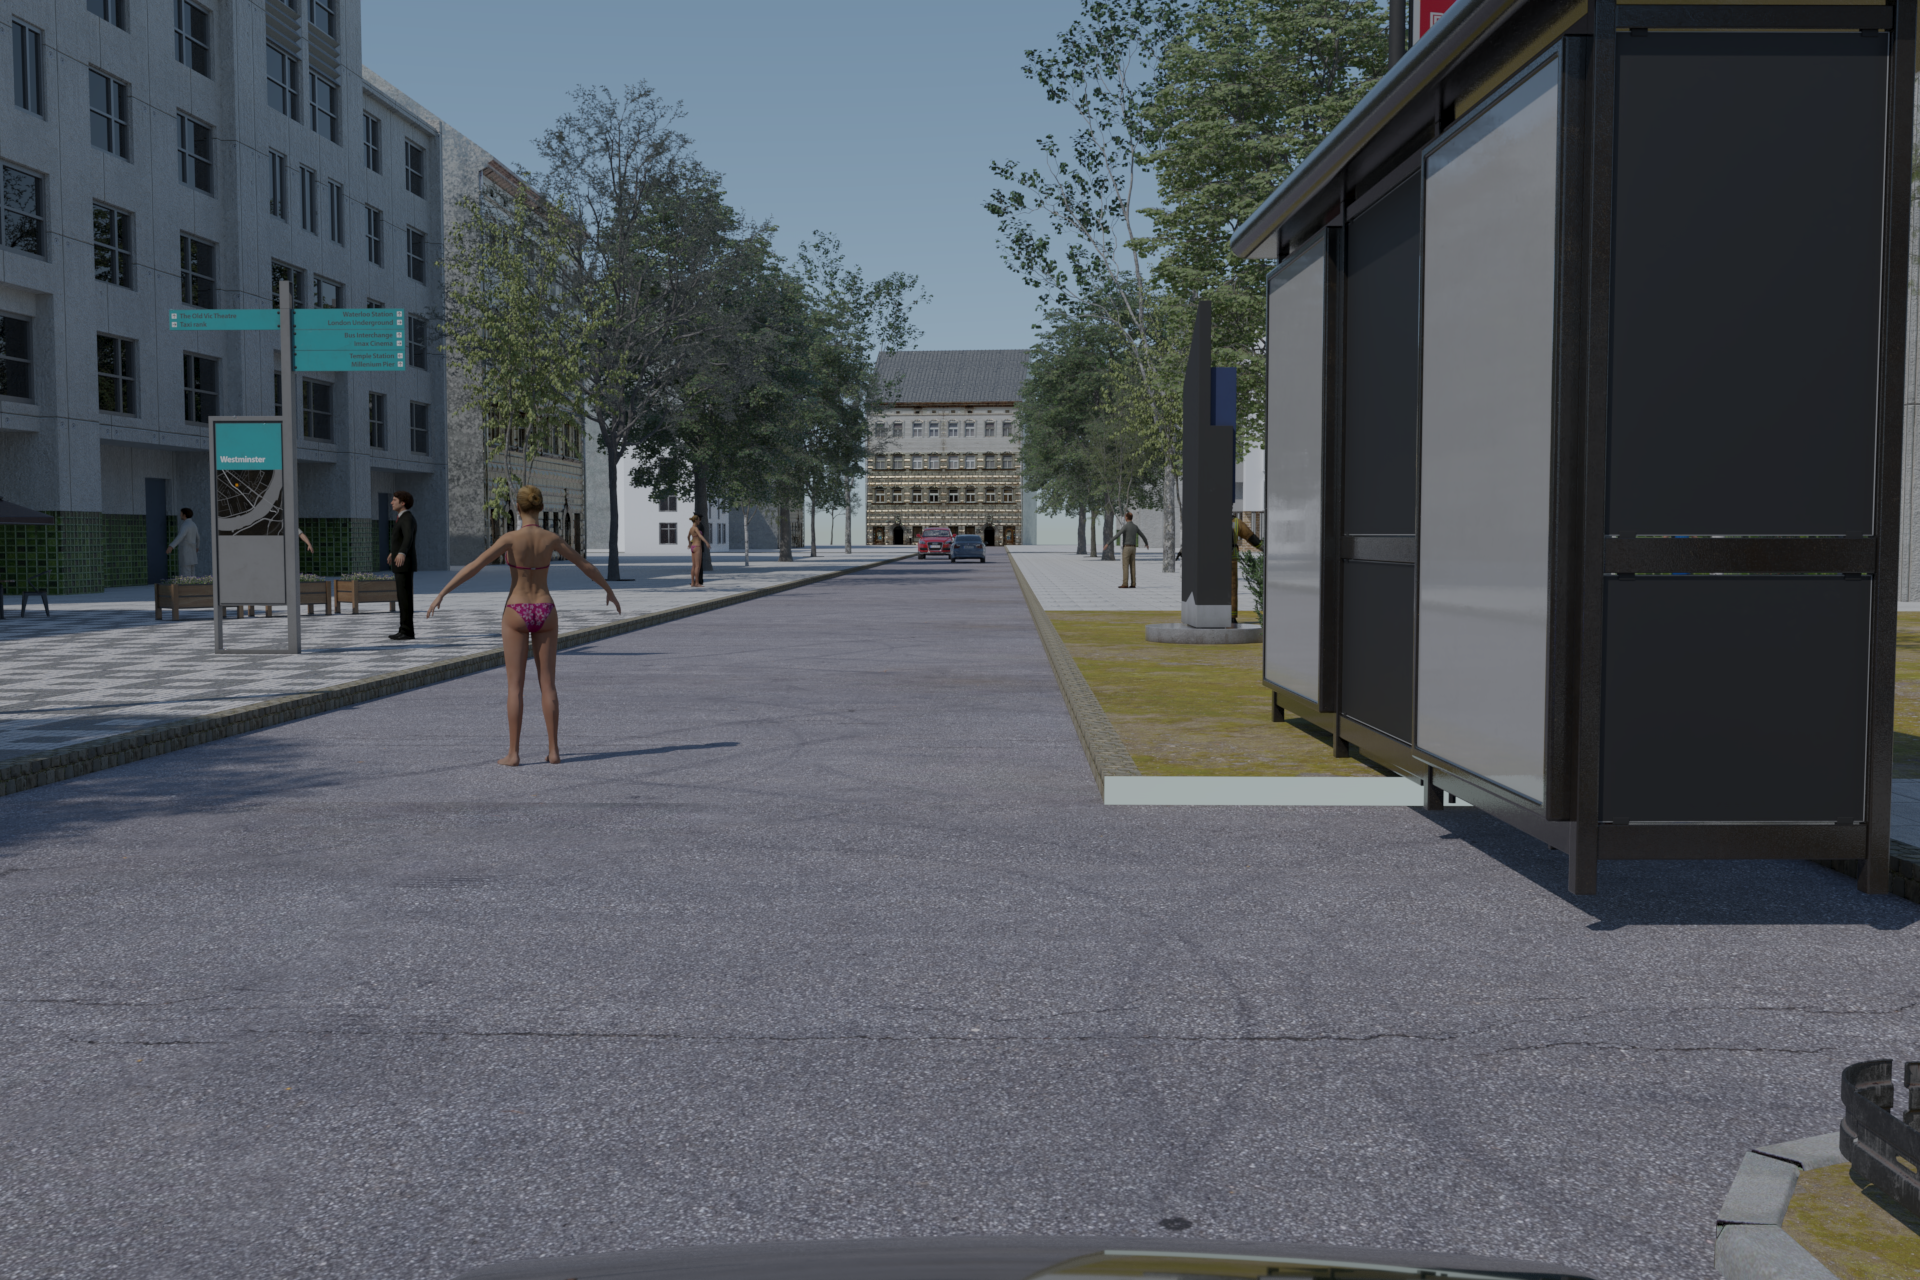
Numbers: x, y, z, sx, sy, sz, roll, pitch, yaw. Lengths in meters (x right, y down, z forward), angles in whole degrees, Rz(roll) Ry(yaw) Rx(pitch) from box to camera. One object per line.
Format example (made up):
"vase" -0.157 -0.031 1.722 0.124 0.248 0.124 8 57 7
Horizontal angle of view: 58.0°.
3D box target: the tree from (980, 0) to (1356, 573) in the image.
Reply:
"tree" 6.656 -12.388 58.440 12.611 20.169 13.585 0 3 0

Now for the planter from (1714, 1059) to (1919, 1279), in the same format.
"planter" 2.459 1.111 2.971 1.991 0.319 1.994 0 4 1

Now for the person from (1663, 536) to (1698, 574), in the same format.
"person" 15.937 -1.965 38.258 1.347 1.817 0.704 -1 4 -22

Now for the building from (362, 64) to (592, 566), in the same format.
"building" -28.359 -15.148 78.606 19.493 23.208 18.063 0 4 0

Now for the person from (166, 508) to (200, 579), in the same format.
"person" -15.443 -1.735 34.562 0.705 1.806 1.347 0 4 -1

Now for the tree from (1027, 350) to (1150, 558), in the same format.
"tree" 7.449 -10.357 95.099 9.928 11.665 9.643 0 3 0

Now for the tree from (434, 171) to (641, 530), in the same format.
"tree" -9.086 -5.254 36.258 4.737 8.622 4.395 0 3 0

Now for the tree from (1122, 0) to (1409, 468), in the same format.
"tree" 6.460 -6.939 31.578 7.486 12.596 7.792 0 3 0

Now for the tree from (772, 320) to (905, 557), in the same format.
"tree" -8.229 -11.380 96.430 12.009 13.543 11.850 0 3 0

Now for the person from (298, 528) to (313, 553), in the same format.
"person" -13.609 -1.774 34.856 1.347 1.847 0.705 1 4 8

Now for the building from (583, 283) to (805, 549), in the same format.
"building" -24.296 -19.817 154.940 19.493 23.208 18.063 0 4 2

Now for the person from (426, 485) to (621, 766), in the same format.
"person" -2.700 -0.095 10.817 1.217 1.733 0.721 -2 4 -28

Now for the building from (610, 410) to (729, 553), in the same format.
"building" -21.995 -11.590 131.649 9.099 9.664 28.070 0 4 1

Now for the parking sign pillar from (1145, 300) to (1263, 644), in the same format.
"parking sign pillar" 2.952 -1.972 20.713 1.447 3.967 1.447 0 4 -1

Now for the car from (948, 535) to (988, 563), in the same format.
"car" 0.403 -4.611 87.396 2.014 1.417 4.499 0 3 0

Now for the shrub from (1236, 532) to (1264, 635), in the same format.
"shrub" 3.552 -0.756 16.787 1.690 2.028 1.600 0 3 0

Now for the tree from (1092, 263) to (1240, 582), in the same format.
"tree" 5.861 -5.874 46.398 4.737 8.622 4.395 0 3 0

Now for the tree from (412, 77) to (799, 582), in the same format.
"tree" -9.389 -8.348 46.859 12.009 13.543 11.850 0 3 0

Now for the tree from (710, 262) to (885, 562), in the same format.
"tree" -8.134 -10.588 79.764 9.857 13.997 8.962 0 3 0

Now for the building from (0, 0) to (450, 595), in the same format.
"building" -26.828 -10.912 44.873 16.747 18.905 31.486 0 4 2

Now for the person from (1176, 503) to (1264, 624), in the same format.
"person" 3.731 -1.144 24.466 1.354 1.858 0.705 0 4 2

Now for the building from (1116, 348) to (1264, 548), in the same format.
"building" 25.063 -18.762 173.214 16.747 18.905 31.486 0 4 1

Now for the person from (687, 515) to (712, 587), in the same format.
"person" -6.320 -2.149 41.935 0.721 1.733 1.217 -2 4 -32

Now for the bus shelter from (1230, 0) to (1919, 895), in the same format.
"bus shelter" 2.941 -1.996 10.264 2.179 5.291 8.768 0 4 -1

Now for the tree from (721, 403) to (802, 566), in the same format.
"tree" -8.650 -7.301 69.728 4.360 8.622 3.978 0 3 0

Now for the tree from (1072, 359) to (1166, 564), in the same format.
"tree" 6.890 -7.499 72.964 4.360 8.622 3.978 0 3 0

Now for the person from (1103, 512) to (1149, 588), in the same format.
"person" 3.981 -2.122 40.965 1.348 1.796 0.705 -2 4 -33

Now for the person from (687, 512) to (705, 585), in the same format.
"person" -6.617 -2.301 43.563 0.705 1.837 1.347 0 4 2

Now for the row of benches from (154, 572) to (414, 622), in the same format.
"row of benches" -10.524 -0.705 26.991 1.422 0.672 4.104 3 5 41

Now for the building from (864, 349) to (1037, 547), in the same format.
"building" -0.660 -22.768 205.644 18.063 23.208 19.493 0 4 8

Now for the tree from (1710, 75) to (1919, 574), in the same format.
"tree" 7.706 -4.136 17.983 4.360 8.622 3.978 0 3 0

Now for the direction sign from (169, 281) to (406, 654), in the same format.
"direction sign" -7.088 -1.846 18.952 2.525 3.948 1.411 0 4 2

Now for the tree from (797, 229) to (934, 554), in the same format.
"tree" -8.501 -15.587 110.743 12.611 20.169 13.585 0 3 0

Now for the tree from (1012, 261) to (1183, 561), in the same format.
"tree" 7.173 -10.767 82.703 9.857 13.997 8.962 0 3 0

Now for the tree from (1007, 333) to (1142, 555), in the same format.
"tree" 7.628 -12.275 107.345 9.857 13.997 8.962 0 3 0

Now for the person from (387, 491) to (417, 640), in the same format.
"person" -6.803 -0.912 21.097 0.705 1.806 1.347 -1 4 -22

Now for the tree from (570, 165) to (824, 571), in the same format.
"tree" -8.943 -9.387 60.128 9.857 13.997 8.962 0 3 0

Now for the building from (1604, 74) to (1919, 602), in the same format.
"building" 26.660 -11.076 47.554 16.747 18.905 31.486 0 4 2

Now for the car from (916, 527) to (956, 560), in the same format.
"car" -1.310 -5.500 98.599 2.281 1.827 5.304 0 4 2

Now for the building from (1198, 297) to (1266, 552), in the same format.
"building" 23.585 -17.197 137.584 16.016 20.090 11.380 0 4 1

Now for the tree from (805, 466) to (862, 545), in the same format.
"tree" -14.897 -16.543 204.889 7.601 10.594 8.767 0 4 -1
